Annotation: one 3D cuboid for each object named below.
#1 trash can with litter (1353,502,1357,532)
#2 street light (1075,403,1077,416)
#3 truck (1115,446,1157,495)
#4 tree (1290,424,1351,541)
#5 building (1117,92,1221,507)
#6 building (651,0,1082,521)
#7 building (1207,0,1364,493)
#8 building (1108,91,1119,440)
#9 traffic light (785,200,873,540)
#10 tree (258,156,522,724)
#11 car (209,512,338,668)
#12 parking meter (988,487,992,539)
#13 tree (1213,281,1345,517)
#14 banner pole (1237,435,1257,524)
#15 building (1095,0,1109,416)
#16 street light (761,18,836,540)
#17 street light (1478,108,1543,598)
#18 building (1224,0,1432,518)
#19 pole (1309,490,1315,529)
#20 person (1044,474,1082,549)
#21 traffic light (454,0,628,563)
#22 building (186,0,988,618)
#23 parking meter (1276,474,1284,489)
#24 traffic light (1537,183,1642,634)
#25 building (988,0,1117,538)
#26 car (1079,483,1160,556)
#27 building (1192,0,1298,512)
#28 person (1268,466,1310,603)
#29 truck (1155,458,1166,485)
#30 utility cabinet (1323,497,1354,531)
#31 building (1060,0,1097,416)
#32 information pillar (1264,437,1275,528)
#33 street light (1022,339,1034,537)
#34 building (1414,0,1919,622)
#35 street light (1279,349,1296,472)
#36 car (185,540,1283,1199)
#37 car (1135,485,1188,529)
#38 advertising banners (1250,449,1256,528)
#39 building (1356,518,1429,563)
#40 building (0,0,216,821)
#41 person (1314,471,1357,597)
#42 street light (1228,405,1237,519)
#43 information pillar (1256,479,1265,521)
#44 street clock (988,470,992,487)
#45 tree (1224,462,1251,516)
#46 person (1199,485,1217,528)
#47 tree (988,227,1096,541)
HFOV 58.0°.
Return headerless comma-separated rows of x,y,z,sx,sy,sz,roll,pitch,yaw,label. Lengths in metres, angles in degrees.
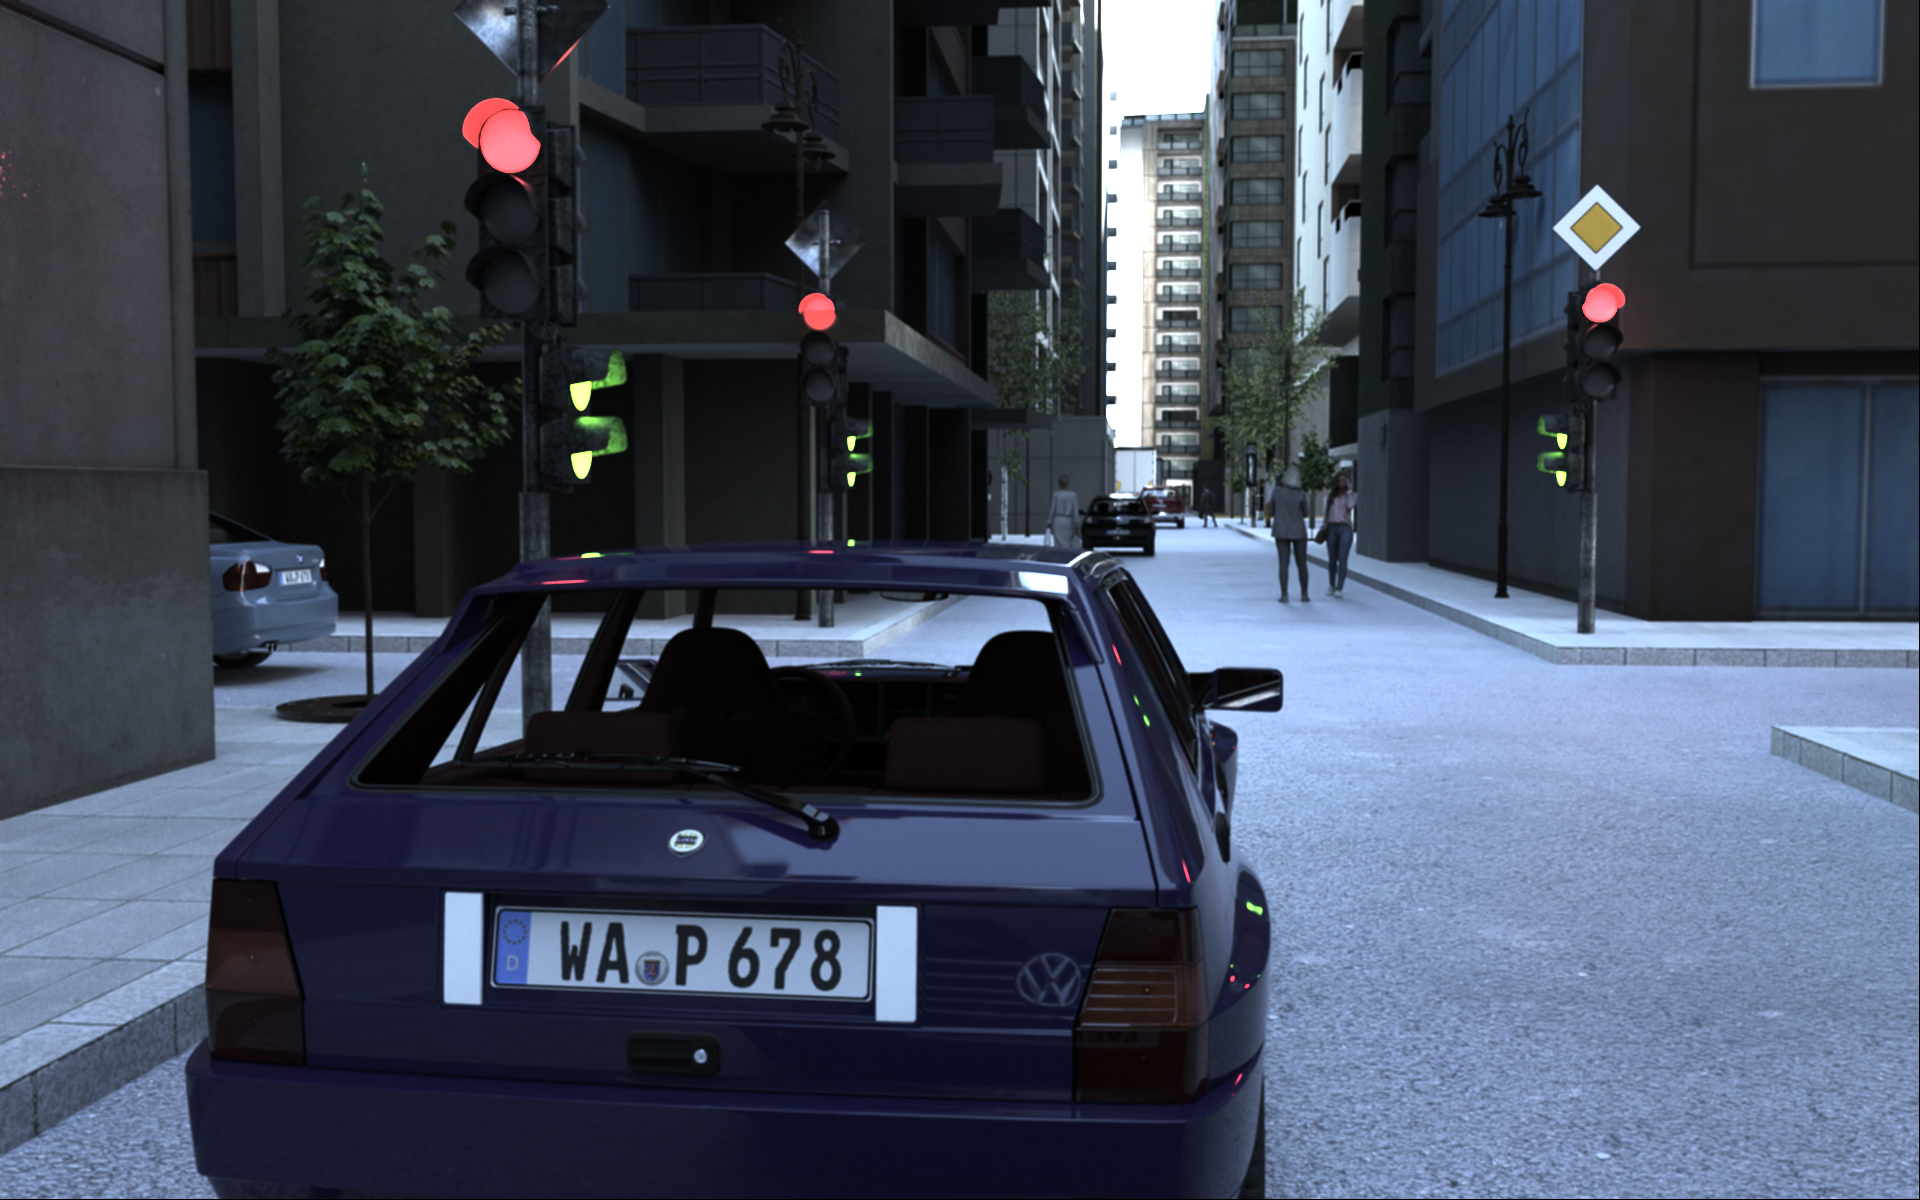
13.072,-2.820,57.495,1.055,1.170,0.624,-1,4,-9,trash can with litter
5.755,-6.934,86.156,0.468,5.910,1.993,0,4,6,street light
10.857,-7.264,107.681,2.839,4.237,11.283,0,4,6,truck
9.664,-3.241,47.586,1.663,3.219,1.824,0,3,0,tree
23.398,-30.362,180.013,14.086,41.232,14.154,0,4,6,building
-3.929,-27.632,106.404,22.147,44.769,28.867,0,4,6,building
35.445,-34.277,149.675,28.713,52.752,27.495,0,4,6,building
1.733,-34.680,186.625,30.456,49.044,23.786,0,4,6,building
-1.272,-1.692,16.582,0.839,4.253,0.868,0,4,6,traffic light
-3.451,-0.939,9.957,1.663,3.219,1.824,0,3,0,tree
-7.283,-0.102,13.669,4.499,1.417,2.014,0,4,5,car
0.715,-2.514,49.510,0.372,1.533,0.369,0,3,0,parking meter
10.929,-6.670,59.419,4.737,8.622,4.395,0,3,0,tree
12.221,-5.111,73.581,0.863,3.779,0.401,2,4,31,banner pole
6.455,-31.207,160.341,14.200,45.320,14.600,0,4,6,building
-1.606,-2.733,17.480,0.468,5.910,1.993,0,4,6,street light
6.715,-2.966,21.288,0.468,5.910,1.993,0,4,6,street light
23.936,-20.692,110.011,14.160,30.474,14.107,0,4,6,building
13.061,-4.300,64.142,0.158,3.312,0.155,0,3,0,pole
1.799,-1.327,30.551,0.694,1.780,0.624,1,4,10,person
-2.120,-1.206,8.642,0.839,4.253,0.868,0,4,6,traffic light
-9.809,-22.986,30.440,22.147,44.769,28.867,0,4,6,building
9.307,-2.713,50.061,0.255,1.863,0.399,-1,4,-14,parking meter
5.751,-1.647,15.851,0.839,4.253,0.868,0,4,6,traffic light
-4.459,-38.240,63.484,20.563,71.187,20.611,0,4,6,building
3.800,-1.943,41.556,2.009,1.686,4.222,0,4,5,car
27.745,-42.051,125.788,20.563,71.187,20.611,0,4,6,building
4.371,-0.876,23.013,0.537,1.800,0.526,2,4,24,person
14.984,-9.146,138.445,2.839,4.237,11.283,0,4,8,truck
11.589,-2.561,53.038,1.020,1.237,0.306,-2,4,-33,utility cabinet
2.831,-27.174,127.895,14.154,41.232,14.086,0,4,6,building
11.831,-4.570,66.067,0.183,3.616,0.504,3,5,44,information pillar
2.022,-4.823,51.648,0.468,5.910,1.993,0,4,6,street light
14.290,-22.736,21.844,14.200,45.320,14.600,0,4,6,building
10.476,-5.062,55.552,0.468,5.910,1.993,0,4,6,street light
-0.157,0.504,4.333,1.945,1.354,3.894,0,4,8,car
8.543,-3.978,73.712,2.281,1.827,5.304,0,4,8,car
11.328,-4.331,66.992,0.090,3.025,2.074,0,4,4,advertising banners
15.715,-16.265,37.642,14.160,30.474,14.107,0,4,6,building
-18.523,-10.317,1.974,30.059,22.955,16.112,0,4,6,building
5.286,-0.926,24.235,0.593,1.750,0.643,2,4,30,person
14.142,-7.159,89.841,0.468,5.910,1.993,0,4,6,street light
14.558,-4.862,83.982,0.304,2.012,0.304,-1,4,-16,information pillar
0.775,-2.941,52.657,0.358,2.002,0.471,2,4,25,street clock
16.746,-6.662,103.530,1.663,3.219,1.824,0,3,0,tree
10.654,-4.029,74.334,0.622,1.834,0.822,-1,4,-23,person
1.460,-5.932,47.347,4.737,8.622,4.395,0,3,0,tree
